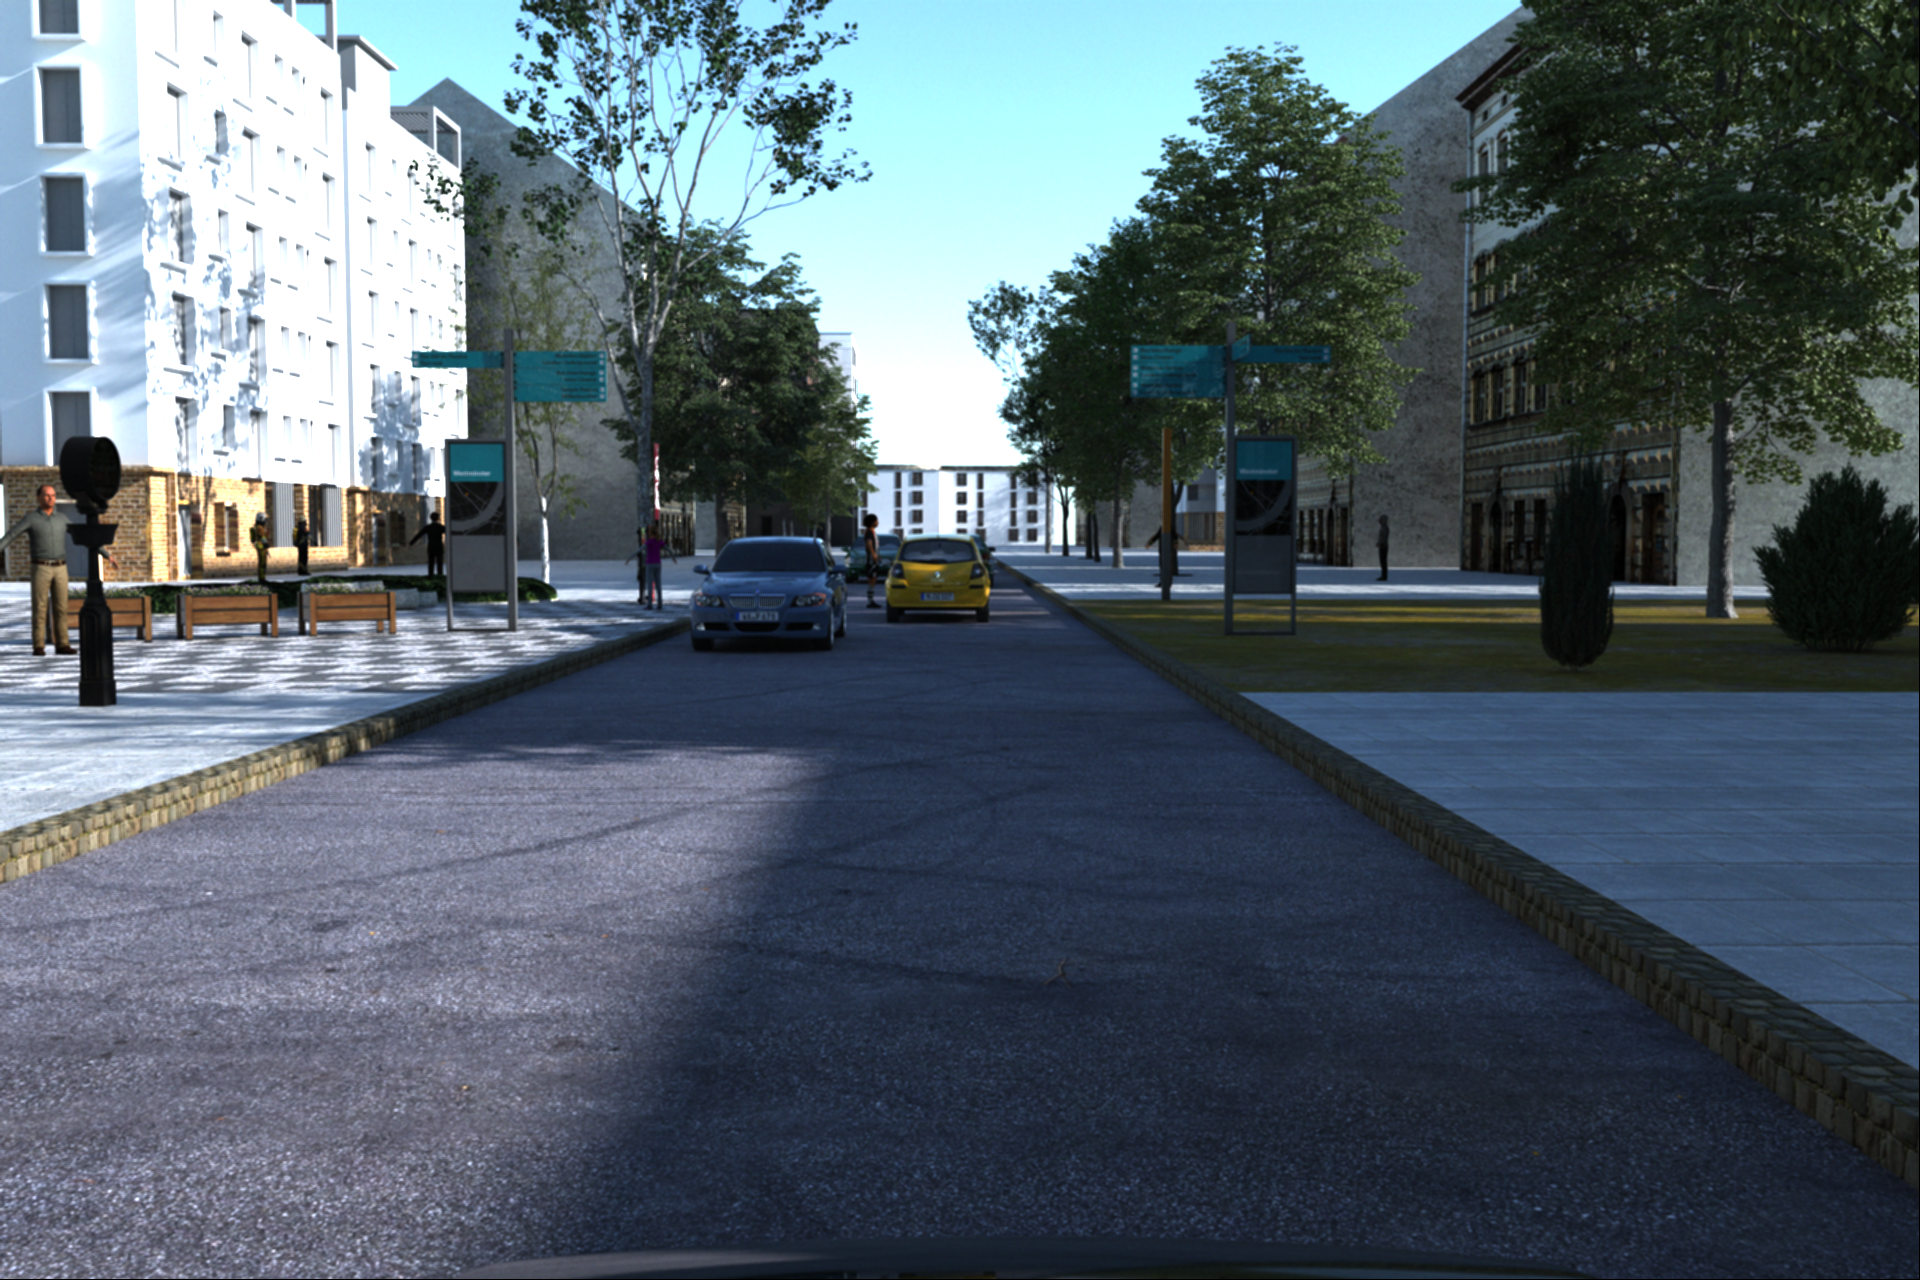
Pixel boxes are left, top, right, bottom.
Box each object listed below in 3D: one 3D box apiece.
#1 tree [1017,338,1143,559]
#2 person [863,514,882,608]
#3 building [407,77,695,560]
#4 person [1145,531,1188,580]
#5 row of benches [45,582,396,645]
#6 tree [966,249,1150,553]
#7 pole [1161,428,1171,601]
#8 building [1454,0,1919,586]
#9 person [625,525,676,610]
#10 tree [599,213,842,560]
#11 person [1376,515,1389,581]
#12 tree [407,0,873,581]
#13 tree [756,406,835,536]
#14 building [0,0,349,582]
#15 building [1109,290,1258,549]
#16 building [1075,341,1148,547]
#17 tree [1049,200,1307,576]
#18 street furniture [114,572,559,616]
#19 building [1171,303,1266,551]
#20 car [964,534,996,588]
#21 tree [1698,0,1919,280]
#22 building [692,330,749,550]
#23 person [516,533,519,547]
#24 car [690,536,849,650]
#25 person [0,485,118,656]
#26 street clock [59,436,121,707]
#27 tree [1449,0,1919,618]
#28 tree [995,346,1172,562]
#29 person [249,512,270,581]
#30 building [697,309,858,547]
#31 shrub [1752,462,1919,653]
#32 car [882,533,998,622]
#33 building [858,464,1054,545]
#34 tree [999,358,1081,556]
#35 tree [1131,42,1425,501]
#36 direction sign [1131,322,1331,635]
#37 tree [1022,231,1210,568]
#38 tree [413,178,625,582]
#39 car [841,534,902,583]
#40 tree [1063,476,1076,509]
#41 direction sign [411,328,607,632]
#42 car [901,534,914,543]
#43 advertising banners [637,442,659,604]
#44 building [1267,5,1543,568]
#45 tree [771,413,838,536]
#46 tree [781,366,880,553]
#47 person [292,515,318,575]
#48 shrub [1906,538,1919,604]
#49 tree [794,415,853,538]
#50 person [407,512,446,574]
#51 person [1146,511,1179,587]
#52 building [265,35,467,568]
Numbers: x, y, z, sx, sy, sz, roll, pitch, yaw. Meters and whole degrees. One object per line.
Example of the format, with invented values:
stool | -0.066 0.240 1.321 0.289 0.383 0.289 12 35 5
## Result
tree | 6.502 -9.972 88.797 9.928 11.665 9.643 0 3 0
person | -1.679 -1.529 33.603 0.704 1.843 1.345 0 4 1
building | -24.843 -16.026 92.961 19.493 23.208 18.063 0 4 -1
person | 5.782 -2.549 48.482 1.217 1.733 0.721 0 4 -1
row of benches | -9.090 -0.355 21.260 4.104 0.672 1.422 -2 4 -34
tree | 7.101 -15.818 114.514 12.611 20.169 13.585 0 3 0
pole | 3.979 -2.419 33.396 0.158 3.312 0.155 0 3 0
building | 26.753 -13.451 50.855 19.493 23.208 18.063 0 3 0
person | -5.228 -1.231 29.398 0.991 1.433 0.599 -3 5 -41
tree | -9.458 -9.889 68.339 9.857 13.997 8.962 0 3 0
person | 11.634 -2.543 47.707 0.705 1.813 1.348 1 4 8
tree | -8.518 -11.745 47.924 12.611 20.169 13.585 0 3 0
tree | -8.728 -8.384 87.448 4.737 8.622 4.395 0 3 0
building | -26.489 -11.695 47.640 16.016 20.090 11.380 0 4 0
building | 24.100 -20.211 161.386 19.493 23.208 18.063 0 4 0
building | 22.287 -21.664 185.137 19.493 23.208 18.063 0 3 0
tree | 6.646 -7.772 52.829 9.928 11.665 9.643 0 3 0
street furniture | -11.072 -0.980 31.653 5.734 0.657 10.072 1 4 14
building | 22.054 -17.492 142.406 16.016 20.090 11.380 0 4 0
car | -0.051 -2.197 47.713 2.131 1.459 4.920 0 4 -2
tree | 6.505 -3.702 10.883 4.737 8.622 4.395 0 3 0
building | -28.594 -19.320 146.804 19.493 23.208 18.063 0 4 -1
person | -13.715 -2.823 52.374 1.346 1.802 0.704 3 5 39
car | -2.449 -0.666 22.884 2.014 1.417 4.499 0 4 -1
person | -9.656 -0.740 18.374 0.705 1.796 1.348 3 5 41
street clock | -6.450 -0.510 12.901 0.358 2.002 0.471 0 4 1
tree | 11.300 -6.615 26.286 7.486 12.596 7.792 0 3 0
tree | 6.101 -8.849 79.099 8.767 10.594 7.601 -2 4 -34
person | -18.145 -2.405 45.092 0.705 1.858 1.354 -2 4 -24
building | -24.759 -20.148 173.388 27.936 21.610 32.646 0 4 -1
shrub | 9.633 -0.912 18.951 1.661 2.075 1.752 0 3 0
car | -0.355 -1.179 29.506 2.015 1.641 3.980 0 4 0
building | -2.514 -16.206 209.565 28.070 9.664 9.099 0 4 -2
tree | 6.067 -10.672 100.247 9.928 11.665 9.643 0 3 0
tree | 7.358 -7.498 40.715 7.486 12.596 7.792 0 3 0
direction sign | 3.425 -1.993 21.356 2.525 3.948 1.411 0 4 -1
tree | 6.127 -8.984 65.020 7.486 12.596 7.792 0 3 0
tree | -8.523 -5.242 36.074 4.360 8.622 3.978 0 3 0
car | -2.465 -2.459 51.999 2.131 1.459 4.920 0 4 -1
tree | 17.406 -18.264 208.986 12.009 13.543 11.850 0 3 0
direction sign | -5.866 -2.104 23.167 2.525 3.948 1.411 0 4 0
car | -1.995 -4.770 89.780 2.131 1.459 4.920 0 3 0
advertising banners | -5.804 -2.215 32.403 0.090 3.025 2.074 0 4 1
building | 24.160 -14.886 74.312 19.493 23.208 18.063 0 4 0
tree | -9.337 -9.043 98.215 4.737 8.622 4.395 0 3 0
tree | -8.989 -12.136 116.546 7.486 12.596 7.792 0 3 0
person | -20.376 -2.935 53.760 1.354 1.856 0.705 3 5 40
shrub | 17.640 -1.269 31.860 1.383 1.207 1.383 0 3 0
tree | -9.061 -9.462 105.068 4.360 8.622 3.978 0 3 0
person | -12.492 -2.145 41.262 1.347 1.806 0.705 0 4 -6
person | 4.935 -2.196 41.836 0.705 1.837 1.347 -2 4 -26
building | -27.704 -12.890 67.164 16.016 20.090 11.380 0 4 -1
